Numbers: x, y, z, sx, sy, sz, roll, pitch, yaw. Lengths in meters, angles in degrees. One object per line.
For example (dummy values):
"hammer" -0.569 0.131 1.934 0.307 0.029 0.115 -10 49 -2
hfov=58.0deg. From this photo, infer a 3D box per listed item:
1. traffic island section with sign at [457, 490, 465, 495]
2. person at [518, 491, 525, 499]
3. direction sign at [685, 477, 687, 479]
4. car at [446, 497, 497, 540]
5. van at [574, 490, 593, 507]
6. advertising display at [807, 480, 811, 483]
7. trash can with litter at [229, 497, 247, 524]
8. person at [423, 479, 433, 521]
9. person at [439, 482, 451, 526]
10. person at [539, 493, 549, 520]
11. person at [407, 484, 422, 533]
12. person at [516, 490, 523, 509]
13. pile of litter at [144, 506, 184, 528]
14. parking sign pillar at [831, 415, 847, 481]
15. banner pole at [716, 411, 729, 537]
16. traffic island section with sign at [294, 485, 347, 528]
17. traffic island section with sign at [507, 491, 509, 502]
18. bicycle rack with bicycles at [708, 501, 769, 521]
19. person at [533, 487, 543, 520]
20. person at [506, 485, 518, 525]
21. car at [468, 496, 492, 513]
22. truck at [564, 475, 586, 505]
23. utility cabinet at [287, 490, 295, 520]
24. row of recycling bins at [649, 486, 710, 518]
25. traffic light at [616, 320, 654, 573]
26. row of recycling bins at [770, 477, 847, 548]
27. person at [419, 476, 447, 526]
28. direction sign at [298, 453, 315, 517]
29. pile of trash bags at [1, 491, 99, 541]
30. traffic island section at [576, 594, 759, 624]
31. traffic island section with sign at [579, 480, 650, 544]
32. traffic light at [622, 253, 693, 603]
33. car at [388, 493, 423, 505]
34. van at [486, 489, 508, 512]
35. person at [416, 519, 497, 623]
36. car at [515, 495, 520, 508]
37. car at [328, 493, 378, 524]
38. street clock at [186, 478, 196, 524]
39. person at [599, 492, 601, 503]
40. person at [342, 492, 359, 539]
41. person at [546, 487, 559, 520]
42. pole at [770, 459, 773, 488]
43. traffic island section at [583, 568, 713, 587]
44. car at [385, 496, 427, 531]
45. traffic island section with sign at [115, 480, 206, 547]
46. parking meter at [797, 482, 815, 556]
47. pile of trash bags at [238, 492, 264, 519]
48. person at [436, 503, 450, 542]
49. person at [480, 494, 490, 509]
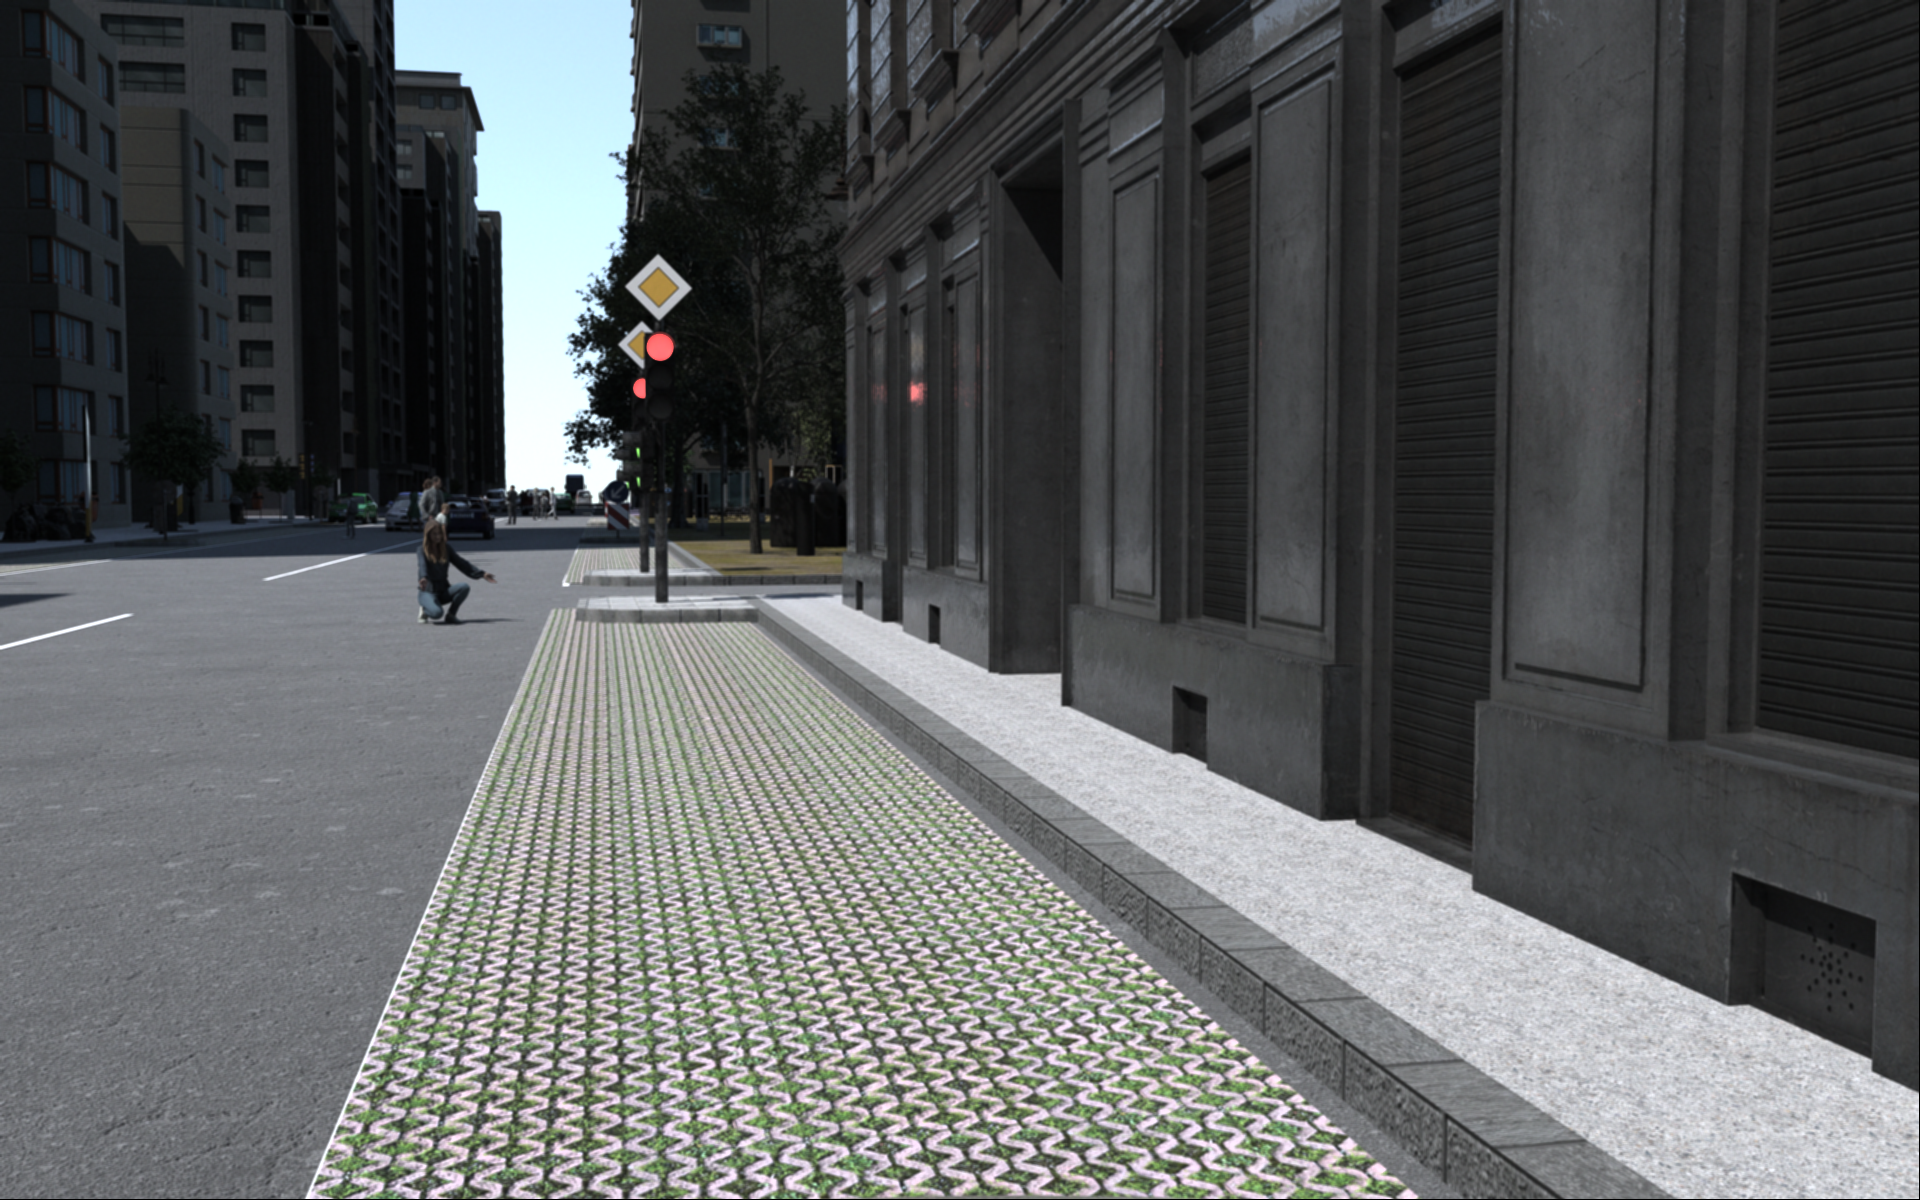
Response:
"traffic island section with sign" -43.222 -8.656 150.148 1.989 1.847 2.006 -1 4 -12
"person" -40.924 -9.387 162.705 1.217 1.736 0.721 0 4 -1
"direction sign" -14.170 -5.815 87.071 0.876 3.537 0.379 -2 4 -24
"car" -15.858 -2.626 55.518 1.945 1.354 3.894 -1 4 -13
"van" -40.949 -11.096 188.425 2.013 2.044 4.112 -1 4 -13
"advertising display" -6.477 -4.510 78.954 0.974 1.923 0.123 -1 4 -19
"trash can with litter" -30.933 -3.851 74.348 0.624 1.170 1.055 -3 5 -44
"person" -12.443 -1.973 41.039 0.573 1.790 0.520 -2 4 -30
"person" -14.415 -2.401 47.996 0.600 1.795 0.529 -1 4 -16
"person" -22.673 -5.088 94.282 0.523 1.515 0.503 2 4 24
"person" -20.302 -3.406 64.441 0.529 1.795 0.600 0 4 -2
"person" -41.998 -9.639 166.174 1.350 1.814 0.705 -2 4 -25
"pile of litter" -30.141 -3.142 65.336 1.719 0.858 1.176 2 4 26
"parking sign pillar" -3.860 -4.297 58.720 1.447 3.967 1.447 2 4 28
"banner pole" -7.107 -3.800 52.149 0.401 3.779 0.863 -1 4 -22
"traffic island section with sign" -27.529 -4.035 74.598 1.989 1.847 2.006 -1 4 -12
"traffic island section with sign" -59.964 -13.580 230.655 1.989 1.847 2.006 -1 4 -12
"bicycle rack with bicycles" -11.159 -4.363 84.721 2.925 0.926 2.852 1 4 21
"person" -23.450 -5.348 96.121 0.526 1.800 0.537 -1 4 -16
"person" -21.143 -4.476 81.482 0.447 1.846 0.655 2 4 30
"car" -32.902 -6.443 117.916 1.945 1.354 3.894 -1 4 -11
"truck" -51.856 -14.842 232.420 2.967 4.110 18.799 -1 4 -11
"utility cabinet" -33.378 -4.756 86.437 0.318 1.500 1.173 -1 4 -17
"row of recycling bins" -15.035 -5.182 91.842 3.534 1.692 1.069 0 4 -1
"traffic light" -5.170 -2.402 28.187 0.839 4.253 0.868 -1 4 -12
"row of recycling bins" -3.006 -2.166 42.524 3.534 1.692 1.069 -3 4 -36
"person" -11.094 -1.709 36.541 0.391 1.810 0.635 1 4 17
"direction sign" -35.990 -6.328 95.465 0.876 3.537 0.379 0 4 0
"pile of trash bags" -25.392 -2.399 48.973 1.912 1.369 3.447 0 4 1
"traffic island section" -3.504 0.110 20.491 2.009 0.180 2.903 -1 4 -12
"traffic island section with sign" -10.120 -2.571 50.664 1.989 1.847 2.006 -1 4 -12
"traffic light" -3.545 -1.923 20.368 0.839 4.253 0.868 -1 4 -12
"car" -24.052 -4.063 76.029 1.945 1.707 3.694 -1 4 -13
"van" -36.716 -7.944 136.891 2.013 2.044 4.112 -1 4 -11
"person" -5.645 -0.317 19.176 1.012 1.151 0.738 -3 5 -41
"car" -43.479 -9.766 172.034 2.083 1.381 4.827 -1 4 -11
"car" -28.969 -4.519 82.677 1.959 1.807 4.718 -1 4 -10
"street clock" -32.643 -4.218 73.537 0.471 2.002 0.358 -3 5 -39
"person" -49.634 -14.071 239.236 0.721 1.739 1.217 -2 4 -35
"person" -19.621 -2.730 55.738 0.523 1.515 0.503 -1 4 -16
"person" -22.931 -5.438 97.296 0.818 1.842 0.514 -2 4 -29
"pole" -10.928 -6.524 100.502 0.158 3.312 0.155 0 3 0
"traffic island section" -5.129 -0.369 28.309 2.009 0.180 2.903 -1 4 -12
"car" -21.550 -3.429 68.429 2.083 1.381 4.827 -1 4 -12
"traffic island section with sign" -21.903 -2.382 47.573 1.989 1.847 2.006 -1 4 -12
"parking meter" -3.205 -1.686 35.982 0.372 1.533 0.369 0 3 0
"pile of trash bags" -37.853 -4.928 90.319 3.447 1.369 1.912 1 4 14
"person" -10.338 -1.310 34.604 0.352 1.250 0.332 0 4 1
"person" -28.517 -5.638 103.874 0.628 1.438 0.799 0 4 0
